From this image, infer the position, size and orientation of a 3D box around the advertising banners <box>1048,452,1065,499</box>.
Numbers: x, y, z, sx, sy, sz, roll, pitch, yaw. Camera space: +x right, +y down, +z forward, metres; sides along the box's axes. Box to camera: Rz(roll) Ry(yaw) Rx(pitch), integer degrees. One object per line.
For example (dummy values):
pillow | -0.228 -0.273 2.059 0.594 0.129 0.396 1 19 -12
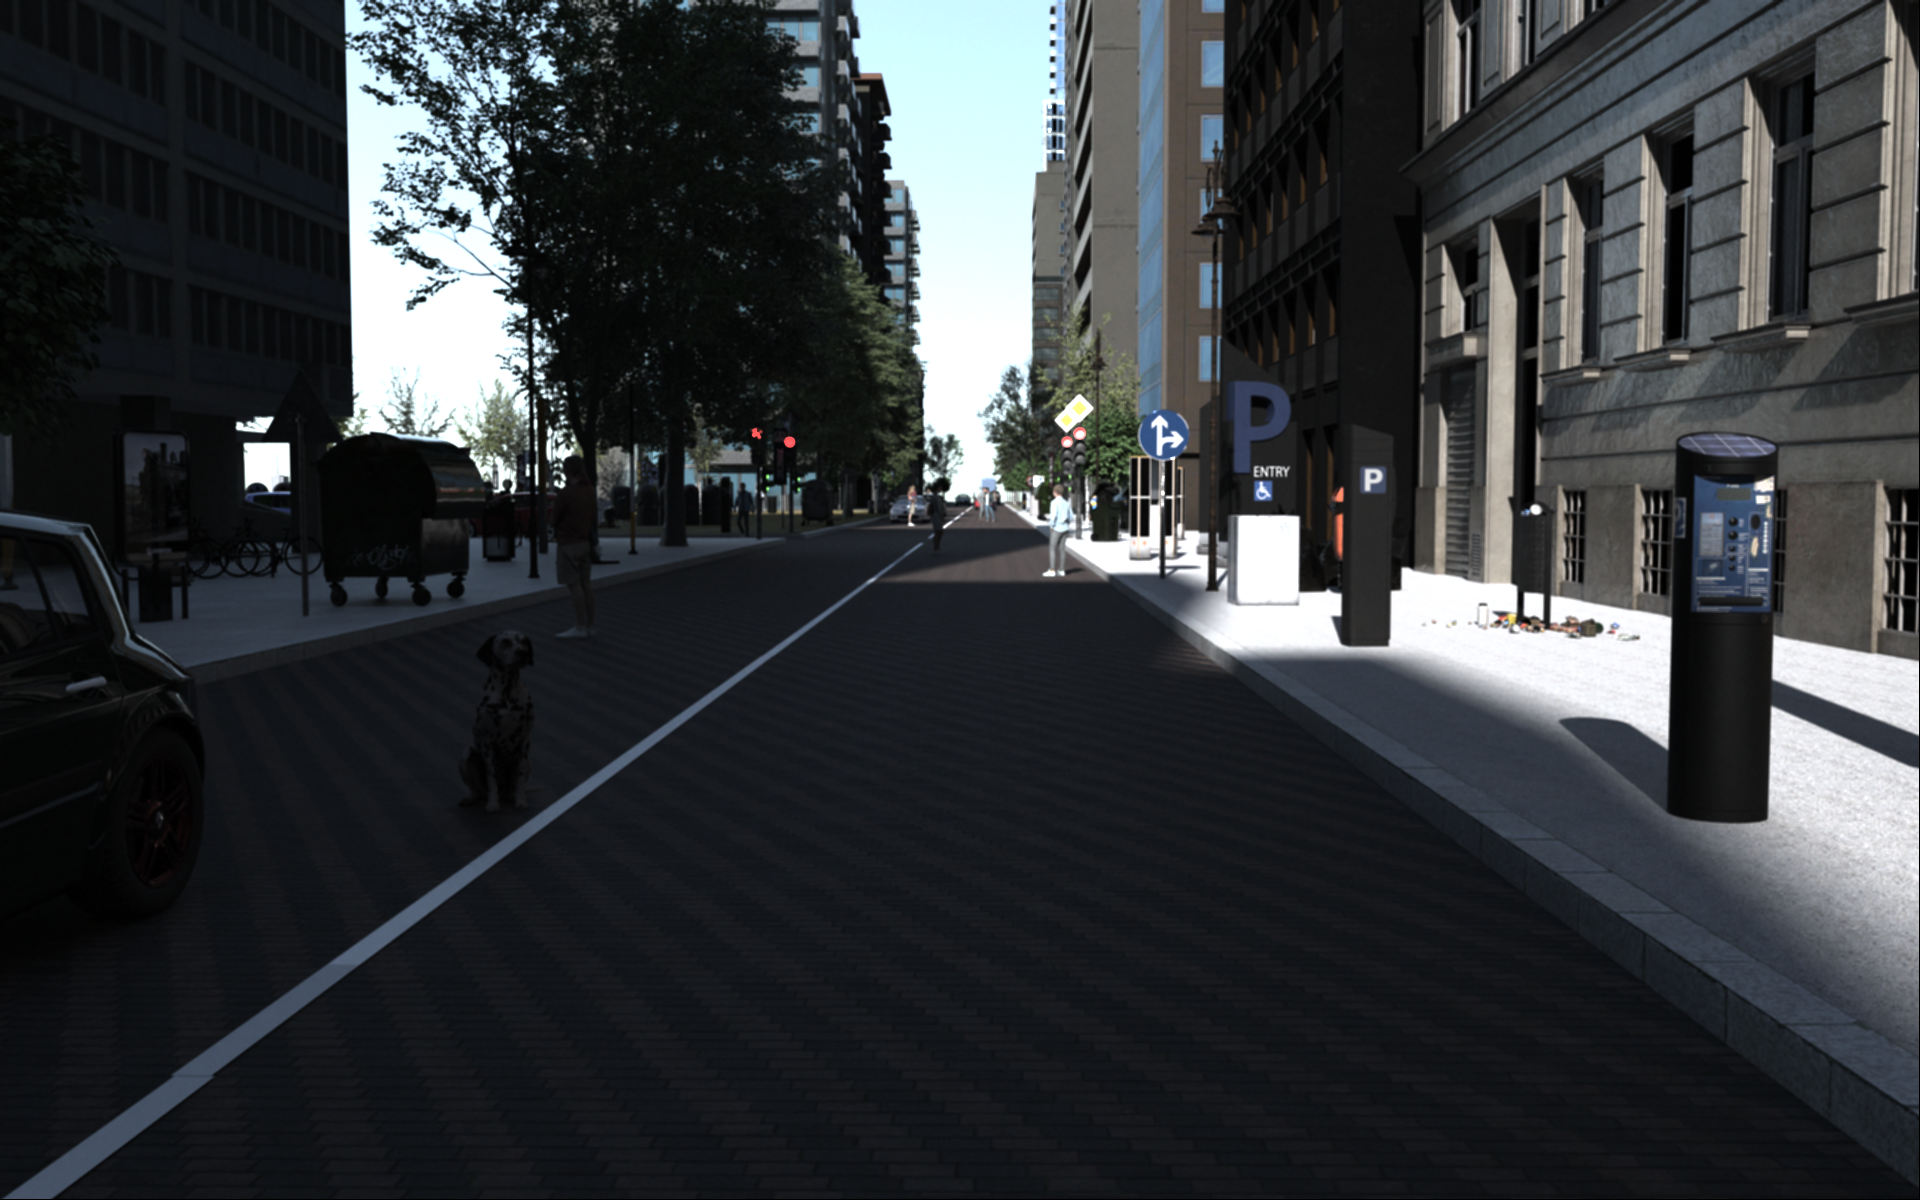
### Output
advertising banners | 4.132 -4.712 73.221 0.090 3.025 2.074 2 4 27

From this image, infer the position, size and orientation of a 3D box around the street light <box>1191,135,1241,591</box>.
street light | 3.345 -3.059 22.795 0.468 5.910 1.993 0 4 1

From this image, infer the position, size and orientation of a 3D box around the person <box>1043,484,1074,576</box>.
person | 1.732 -1.229 30.397 0.589 1.601 0.330 -3 4 -37

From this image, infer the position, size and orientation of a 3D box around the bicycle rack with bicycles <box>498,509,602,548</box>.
bicycle rack with bicycles | -9.869 -1.751 42.016 2.852 0.926 2.925 0 4 4

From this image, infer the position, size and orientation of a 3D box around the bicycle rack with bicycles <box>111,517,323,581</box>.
bicycle rack with bicycles | -11.491 -0.835 27.028 2.925 0.926 2.852 -1 4 -19

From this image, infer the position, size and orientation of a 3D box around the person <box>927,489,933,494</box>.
person | -2.093 -6.920 121.828 0.592 1.802 0.473 3 5 40

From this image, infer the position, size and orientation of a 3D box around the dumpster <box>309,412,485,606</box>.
dumpster | -6.641 -1.102 20.510 1.502 2.255 1.985 0 4 1

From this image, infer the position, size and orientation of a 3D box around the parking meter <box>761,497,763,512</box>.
parking meter | -14.537 -7.346 125.820 0.255 1.863 0.399 2 4 30

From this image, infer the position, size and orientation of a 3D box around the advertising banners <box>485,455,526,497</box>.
advertising banners | -20.152 -4.922 76.661 2.074 3.025 0.090 -1 4 -17

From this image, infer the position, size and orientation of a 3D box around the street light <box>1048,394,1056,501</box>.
street light | 4.342 -6.591 80.544 0.468 5.910 1.993 0 4 1

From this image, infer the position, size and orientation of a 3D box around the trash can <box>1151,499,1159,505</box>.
trash can | 5.183 -2.234 48.172 0.748 1.137 0.748 0 3 0

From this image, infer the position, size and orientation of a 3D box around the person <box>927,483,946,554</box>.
person | -0.549 -1.962 41.585 0.522 1.701 0.512 -1 4 -21

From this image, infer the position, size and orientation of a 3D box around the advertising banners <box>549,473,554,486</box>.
advertising banners | -28.738 -7.536 119.405 0.090 3.025 2.074 3 4 36

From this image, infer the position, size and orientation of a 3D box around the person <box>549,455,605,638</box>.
person | -3.852 -0.546 17.396 0.573 1.828 0.580 -2 4 -25

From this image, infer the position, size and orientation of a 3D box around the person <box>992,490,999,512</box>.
person | 2.777 -7.908 138.319 0.617 1.759 0.750 1 4 19

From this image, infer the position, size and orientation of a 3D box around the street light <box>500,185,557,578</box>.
street light | -6.522 -3.275 26.337 0.468 5.910 1.993 0 4 1

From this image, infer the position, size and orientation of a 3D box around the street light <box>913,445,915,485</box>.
street light | -4.306 -11.438 159.793 0.468 5.910 1.993 0 4 1

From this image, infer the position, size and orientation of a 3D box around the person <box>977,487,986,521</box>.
person | 1.228 -5.223 93.996 0.391 1.810 0.635 2 4 35

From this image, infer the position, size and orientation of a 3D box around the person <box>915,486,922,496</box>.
person | -2.455 -5.475 97.370 0.474 1.900 0.648 2 4 24

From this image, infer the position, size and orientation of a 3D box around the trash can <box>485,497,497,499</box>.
trash can | -20.323 -3.847 74.544 0.748 1.137 0.748 0 3 0

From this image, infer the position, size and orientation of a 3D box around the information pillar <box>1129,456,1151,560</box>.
information pillar | 3.493 -1.779 33.575 0.304 2.012 0.304 -2 4 -31

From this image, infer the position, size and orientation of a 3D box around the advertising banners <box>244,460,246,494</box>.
advertising banners | -35.832 -5.627 88.186 2.074 3.025 0.090 -1 4 -21

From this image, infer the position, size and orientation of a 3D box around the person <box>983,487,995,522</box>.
person | 1.488 -4.967 90.056 0.623 1.781 0.721 1 4 22

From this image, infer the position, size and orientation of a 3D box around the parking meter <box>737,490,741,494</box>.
parking meter | -14.329 -6.396 112.986 0.372 1.533 0.369 0 3 0

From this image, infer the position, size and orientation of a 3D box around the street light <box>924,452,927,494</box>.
street light | -3.719 -13.004 185.398 0.468 5.910 1.993 0 4 1

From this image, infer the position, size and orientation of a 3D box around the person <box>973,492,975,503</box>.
person | 2.143 -15.806 266.906 0.705 1.826 1.348 0 4 -7

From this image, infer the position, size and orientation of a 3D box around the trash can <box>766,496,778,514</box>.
trash can | -12.384 -6.266 114.096 0.748 1.137 0.748 0 3 0

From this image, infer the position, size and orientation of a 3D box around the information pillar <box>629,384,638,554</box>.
information pillar | -6.998 -2.791 36.980 0.183 3.616 0.504 -1 4 -9

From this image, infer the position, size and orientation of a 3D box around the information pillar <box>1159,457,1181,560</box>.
information pillar | 4.089 -1.804 33.988 0.304 2.012 0.304 1 4 21

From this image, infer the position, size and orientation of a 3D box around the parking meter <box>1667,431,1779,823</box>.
parking meter | 3.029 0.093 6.883 0.372 1.533 0.369 0 3 0

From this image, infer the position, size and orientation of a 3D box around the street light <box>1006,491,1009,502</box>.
street light | 7.486 -17.925 265.853 0.468 5.910 1.993 0 4 1

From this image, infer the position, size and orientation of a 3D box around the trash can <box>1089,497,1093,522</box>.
trash can | 6.259 -4.115 78.930 0.748 1.137 0.748 0 3 0

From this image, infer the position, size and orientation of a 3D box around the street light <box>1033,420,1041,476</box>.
street light | 4.708 -8.145 105.957 0.468 5.910 1.993 0 4 1

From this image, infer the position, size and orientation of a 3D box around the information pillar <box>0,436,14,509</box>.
information pillar | -12.807 -1.950 23.240 0.183 3.616 0.504 -1 4 -20

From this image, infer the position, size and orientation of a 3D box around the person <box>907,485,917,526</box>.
person | -2.185 -4.295 78.698 0.573 1.828 0.580 -3 5 -40

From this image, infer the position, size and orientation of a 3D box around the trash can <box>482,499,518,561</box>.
trash can | -8.831 -1.315 33.156 0.748 1.137 0.748 0 3 0

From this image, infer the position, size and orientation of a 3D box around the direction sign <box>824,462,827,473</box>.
direction sign | -9.946 -8.471 130.489 0.876 3.537 0.379 0 4 -3

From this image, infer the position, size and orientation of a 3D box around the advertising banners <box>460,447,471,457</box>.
advertising banners | -18.807 -4.133 63.763 0.090 3.025 2.074 3 4 36

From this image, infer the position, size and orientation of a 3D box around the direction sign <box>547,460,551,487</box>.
direction sign | -27.239 -7.496 114.550 0.379 3.537 0.876 -2 4 -32

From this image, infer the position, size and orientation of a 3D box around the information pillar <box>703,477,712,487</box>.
information pillar | -11.186 -4.420 76.756 0.304 2.012 0.304 3 4 38

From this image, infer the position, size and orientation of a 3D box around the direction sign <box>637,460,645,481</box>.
direction sign | -21.261 -7.556 115.536 0.876 3.537 0.379 3 5 41

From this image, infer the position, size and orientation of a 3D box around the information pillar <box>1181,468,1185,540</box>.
information pillar | 6.059 -2.666 48.088 0.304 2.012 0.304 1 4 22

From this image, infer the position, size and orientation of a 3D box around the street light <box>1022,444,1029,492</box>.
street light | 5.125 -9.711 131.562 0.468 5.910 1.993 0 4 1

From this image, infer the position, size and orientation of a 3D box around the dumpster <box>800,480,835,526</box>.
dumpster | -5.739 -3.904 69.583 1.264 1.857 1.865 0 4 1

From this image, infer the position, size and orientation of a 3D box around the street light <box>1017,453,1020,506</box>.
street light | 5.630 -11.215 156.146 0.468 5.910 1.993 0 4 1

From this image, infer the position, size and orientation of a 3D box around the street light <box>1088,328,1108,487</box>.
street light | 3.844 -4.626 48.427 0.468 5.910 1.993 0 4 1

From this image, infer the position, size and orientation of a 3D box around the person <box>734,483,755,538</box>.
person | -6.693 -2.746 53.747 0.601 1.785 0.444 1 4 17

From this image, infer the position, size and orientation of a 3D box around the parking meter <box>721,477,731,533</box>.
parking meter | -7.790 -3.173 57.596 0.255 1.863 0.399 0 4 3

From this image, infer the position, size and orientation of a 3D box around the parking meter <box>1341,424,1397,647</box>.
parking meter | 3.452 -0.545 14.628 0.399 1.863 0.255 0 4 -6

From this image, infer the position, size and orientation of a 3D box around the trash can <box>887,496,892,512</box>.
trash can | -5.179 -6.838 123.456 0.748 1.137 0.748 0 3 0
